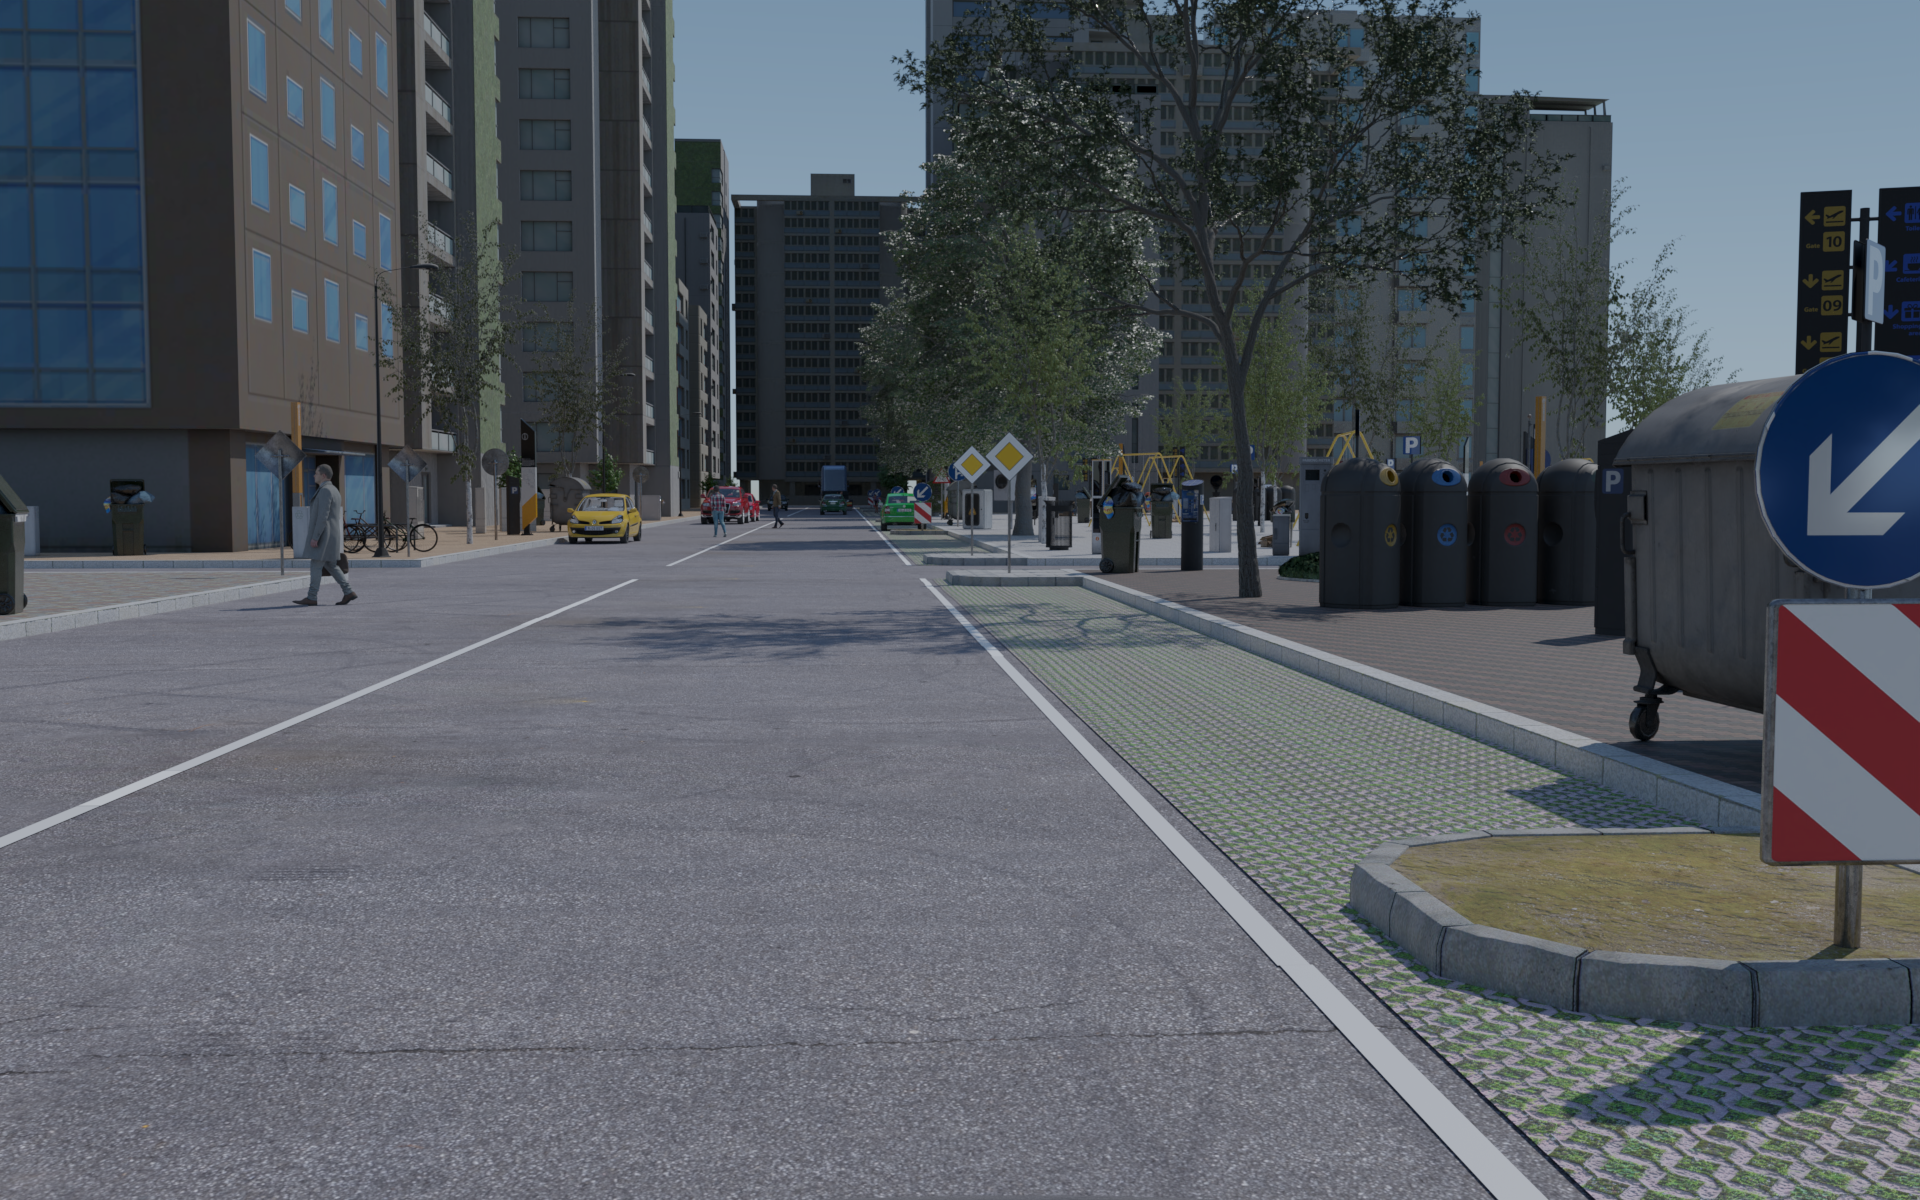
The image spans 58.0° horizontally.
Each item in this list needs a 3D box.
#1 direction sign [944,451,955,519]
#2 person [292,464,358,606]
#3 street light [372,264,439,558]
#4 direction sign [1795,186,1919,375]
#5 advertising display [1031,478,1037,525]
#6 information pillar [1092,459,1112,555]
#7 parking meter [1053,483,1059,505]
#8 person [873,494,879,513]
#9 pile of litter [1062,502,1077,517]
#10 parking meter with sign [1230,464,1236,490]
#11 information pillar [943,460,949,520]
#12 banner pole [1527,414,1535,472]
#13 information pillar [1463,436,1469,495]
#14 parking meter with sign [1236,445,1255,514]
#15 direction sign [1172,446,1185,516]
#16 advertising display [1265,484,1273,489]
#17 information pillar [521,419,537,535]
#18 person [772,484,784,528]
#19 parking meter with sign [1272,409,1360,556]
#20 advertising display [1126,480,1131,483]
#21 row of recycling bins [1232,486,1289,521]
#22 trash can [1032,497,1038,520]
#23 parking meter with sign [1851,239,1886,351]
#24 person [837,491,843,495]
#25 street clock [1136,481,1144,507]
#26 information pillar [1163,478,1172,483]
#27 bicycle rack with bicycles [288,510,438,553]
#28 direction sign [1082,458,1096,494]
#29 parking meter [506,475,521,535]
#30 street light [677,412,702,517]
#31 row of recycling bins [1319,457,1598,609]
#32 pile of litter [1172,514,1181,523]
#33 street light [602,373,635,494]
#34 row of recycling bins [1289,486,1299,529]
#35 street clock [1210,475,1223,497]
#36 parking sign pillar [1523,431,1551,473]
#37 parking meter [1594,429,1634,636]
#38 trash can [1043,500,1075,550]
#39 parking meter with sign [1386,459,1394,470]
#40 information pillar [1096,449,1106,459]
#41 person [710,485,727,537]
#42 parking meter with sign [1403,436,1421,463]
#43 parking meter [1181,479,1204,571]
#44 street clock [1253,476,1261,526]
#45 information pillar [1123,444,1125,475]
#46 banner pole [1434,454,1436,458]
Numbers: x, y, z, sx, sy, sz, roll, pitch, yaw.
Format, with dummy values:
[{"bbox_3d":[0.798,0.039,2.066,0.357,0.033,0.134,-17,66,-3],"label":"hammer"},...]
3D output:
[{"bbox_3d":[-0.551,-6.019,90.403,0.379,3.537,0.876,-3,5,-41],"label":"direction sign"},{"bbox_3d":[-8.176,-0.835,22.252,0.767,1.812,0.694,0,4,-6],"label":"person"},{"bbox_3d":[-11.207,-3.821,35.019,1.470,5.913,1.316,0,4,-4],"label":"street light"},{"bbox_3d":[6.715,-1.281,12.949,0.876,3.537,0.379,1,4,18],"label":"direction sign"},{"bbox_3d":[2.731,-4.018,70.914,0.974,1.923,0.123,-3,4,-36],"label":"advertising display"},{"bbox_3d":[3.007,-1.977,36.822,0.304,2.012,0.304,3,5,40],"label":"information pillar"},{"bbox_3d":[5.148,-5.353,93.239,0.255,1.863,0.399,-1,4,-8],"label":"parking meter"},{"bbox_3d":[-6.279,-7.222,129.808,0.421,1.427,0.697,1,4,12],"label":"person"},{"bbox_3d":[6.233,-5.243,99.681,1.176,0.858,1.719,1,4,18],"label":"pile of litter"},{"bbox_3d":[16.318,-6.383,100.623,0.543,3.016,1.738,-1,4,-19],"label":"parking meter with sign"},{"bbox_3d":[-0.656,-5.814,86.420,0.183,3.616,0.504,-1,4,-20],"label":"information pillar"},{"bbox_3d":[18.000,-3.931,54.291,0.401,3.779,0.863,-2,4,-31],"label":"banner pole"},{"bbox_3d":[20.457,-4.813,70.052,0.183,3.616,0.504,2,4,34],"label":"information pillar"},{"bbox_3d":[10.323,-4.032,62.184,0.543,3.016,1.738,1,4,11],"label":"parking meter with sign"},{"bbox_3d":[10.421,-5.540,82.578,0.379,3.537,0.876,-2,4,-33],"label":"direction sign"},{"bbox_3d":[19.605,-6.489,111.308,0.974,1.923,0.123,0,4,-8],"label":"advertising display"},{"bbox_3d":[-13.371,-3.812,53.682,0.504,3.616,0.183,1,4,12],"label":"information pillar"},{"bbox_3d":[-7.705,-3.936,72.768,0.656,1.842,0.836,2,4,34],"label":"person"},{"bbox_3d":[7.367,-2.422,35.861,1.738,3.016,0.543,1,4,14],"label":"parking meter with sign"},{"bbox_3d":[7.625,-4.538,79.402,0.123,1.923,0.974,-1,4,-18],"label":"advertising display"},{"bbox_3d":[14.701,-4.670,83.471,3.534,1.692,1.069,-2,4,-29],"label":"row of recycling bins"},{"bbox_3d":[3.645,-4.634,87.422,0.748,1.137,0.748,0,3,0],"label":"trash can"},{"bbox_3d":[6.945,-0.937,11.578,1.738,3.016,0.543,3,5,40],"label":"parking meter with sign"},{"bbox_3d":[-9.884,-8.209,143.527,0.445,1.727,0.742,1,4,17],"label":"person"},{"bbox_3d":[9.821,-5.504,94.563,0.358,2.002,0.471,-2,4,-31],"label":"street clock"},{"bbox_3d":[9.540,-4.595,79.616,0.304,2.012,0.304,-3,5,-43],"label":"information pillar"},{"bbox_3d":[-13.029,-1.525,38.311,2.925,0.926,2.852,0,4,-4],"label":"bicycle rack with bicycles"},{"bbox_3d":[8.027,-7.068,107.565,0.876,3.537,0.379,1,4,18],"label":"direction sign"},{"bbox_3d":[-13.991,-2.970,54.275,0.399,1.863,0.255,-3,4,-37],"label":"parking meter"},{"bbox_3d":[-15.359,-7.701,98.455,1.470,5.913,1.316,0,4,-4],"label":"street light"},{"bbox_3d":[5.826,-0.787,19.976,3.534,1.692,1.069,-1,4,-13],"label":"row of recycling bins"},{"bbox_3d":[9.541,-3.929,78.211,1.719,0.858,1.176,0,4,1],"label":"pile of litter"},{"bbox_3d":[-13.185,-5.759,66.704,1.470,5.913,1.316,0,4,-4],"label":"street light"},{"bbox_3d":[13.692,-3.356,61.978,3.534,1.692,1.069,-1,4,-21],"label":"row of recycling bins"},{"bbox_3d":[9.653,-3.713,65.280,0.471,2.002,0.358,0,4,7],"label":"street clock"},{"bbox_3d":[24.876,-5.268,74.601,1.447,3.967,1.447,-2,4,-24],"label":"parking sign pillar"},{"bbox_3d":[5.998,-0.614,15.754,0.255,1.863,0.399,-2,4,-31],"label":"parking meter"},{"bbox_3d":[2.268,-1.713,39.655,0.748,1.137,0.748,0,3,0],"label":"trash can"},{"bbox_3d":[20.855,-5.531,86.699,0.543,3.016,1.738,-3,4,-36],"label":"parking meter with sign"},{"bbox_3d":[6.840,-5.674,84.122,0.504,3.616,0.183,-1,4,-12],"label":"information pillar"},{"bbox_3d":[-8.076,-2.964,57.798,0.563,1.720,0.643,-2,4,-27],"label":"person"},{"bbox_3d":[14.128,-3.460,52.839,0.543,3.016,1.738,3,5,39],"label":"parking meter with sign"},{"bbox_3d":[3.901,-1.265,29.089,0.372,1.533,0.369,0,3,0],"label":"parking meter"},{"bbox_3d":[12.001,-3.951,69.168,0.358,2.002,0.471,0,4,-2],"label":"street clock"},{"bbox_3d":[7.597,-5.460,80.631,0.183,3.616,0.504,0,4,-3],"label":"information pillar"},{"bbox_3d":[29.473,-7.242,108.423,0.863,3.779,0.401,2,4,26],"label":"banner pole"}]
